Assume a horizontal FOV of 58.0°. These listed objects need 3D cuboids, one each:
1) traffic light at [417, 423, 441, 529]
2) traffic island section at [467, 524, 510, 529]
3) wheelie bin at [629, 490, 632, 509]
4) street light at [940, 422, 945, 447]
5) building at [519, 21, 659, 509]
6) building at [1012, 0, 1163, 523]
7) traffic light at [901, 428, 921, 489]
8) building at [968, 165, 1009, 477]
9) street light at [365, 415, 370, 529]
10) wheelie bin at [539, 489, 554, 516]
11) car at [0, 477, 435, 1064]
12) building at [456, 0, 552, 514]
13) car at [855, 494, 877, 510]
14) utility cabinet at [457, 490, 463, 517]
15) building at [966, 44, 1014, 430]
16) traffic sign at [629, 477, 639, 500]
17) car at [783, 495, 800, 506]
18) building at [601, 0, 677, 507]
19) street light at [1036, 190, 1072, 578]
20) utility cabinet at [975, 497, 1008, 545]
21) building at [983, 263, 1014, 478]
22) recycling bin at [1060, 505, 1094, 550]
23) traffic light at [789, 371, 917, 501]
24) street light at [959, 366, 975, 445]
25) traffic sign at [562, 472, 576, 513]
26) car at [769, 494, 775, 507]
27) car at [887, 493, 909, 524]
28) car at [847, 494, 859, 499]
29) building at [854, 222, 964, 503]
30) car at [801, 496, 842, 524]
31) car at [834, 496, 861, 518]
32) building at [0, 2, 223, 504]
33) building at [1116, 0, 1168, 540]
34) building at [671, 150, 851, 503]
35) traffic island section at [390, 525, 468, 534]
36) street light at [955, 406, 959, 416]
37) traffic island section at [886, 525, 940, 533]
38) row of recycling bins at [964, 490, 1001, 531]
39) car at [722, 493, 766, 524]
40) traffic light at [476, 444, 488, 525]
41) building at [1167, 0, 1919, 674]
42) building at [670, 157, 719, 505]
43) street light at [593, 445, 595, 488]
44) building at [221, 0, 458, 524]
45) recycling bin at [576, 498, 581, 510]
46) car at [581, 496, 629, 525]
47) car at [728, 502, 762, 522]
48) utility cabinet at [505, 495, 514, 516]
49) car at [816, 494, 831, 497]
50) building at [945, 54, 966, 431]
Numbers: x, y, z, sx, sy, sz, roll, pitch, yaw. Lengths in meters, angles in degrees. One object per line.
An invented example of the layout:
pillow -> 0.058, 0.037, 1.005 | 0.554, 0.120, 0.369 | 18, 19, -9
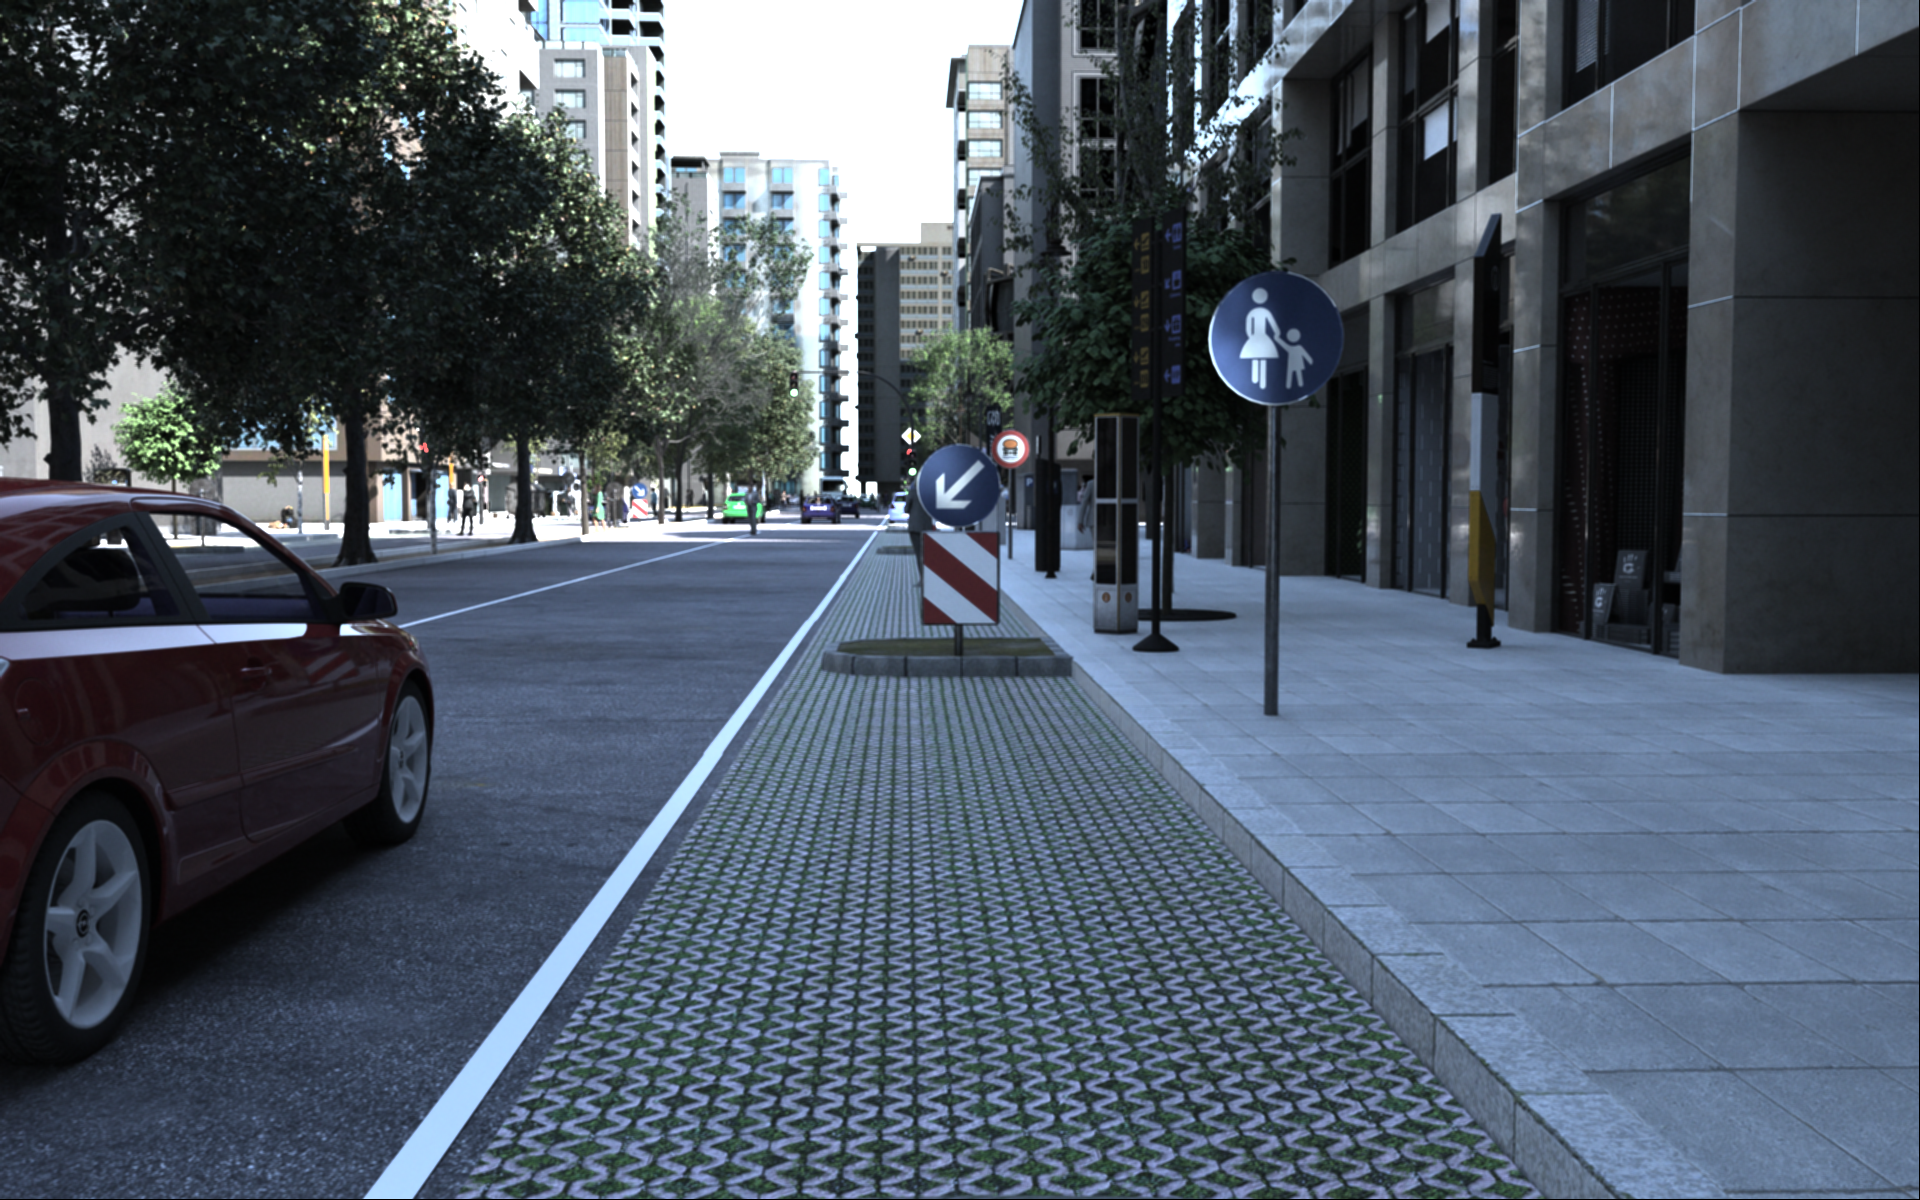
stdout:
traffic light -> -19.542, -4.570, 63.641 | 0.839, 4.253, 0.868 | 0, 4, -2
traffic island section -> -19.840, -3.026, 71.755 | 2.009, 0.180, 2.903 | 0, 4, -2
wheelie bin -> -27.161, -8.363, 144.647 | 0.980, 1.594, 0.693 | -3, 4, -38
street light -> -1.168, -8.432, 110.646 | 0.468, 5.910, 1.993 | 0, 4, -2
building -> -34.722, -28.713, 153.060 | 14.154, 41.232, 14.086 | 0, 4, -2
building -> 14.853, -17.636, 81.853 | 24.014, 27.812, 14.314 | 0, 4, -2
traffic light -> -2.048, -5.094, 72.208 | 0.839, 4.253, 0.868 | 0, 4, -2
building -> 8.217, -20.930, 135.708 | 14.314, 27.812, 24.014 | 0, 4, -2
street light -> -21.561, -5.512, 62.913 | 0.468, 5.910, 1.993 | 0, 4, -2
wheelie bin -> -23.935, -5.651, 100.298 | 0.693, 1.594, 0.980 | 2, 4, 32
car -> -3.118, 0.197, 5.815 | 2.155, 1.783, 4.494 | 0, 4, -1
building -> -43.058, -32.002, 112.471 | 28.713, 52.752, 27.495 | 0, 4, -2
car -> -8.468, -8.899, 157.297 | 2.131, 1.459, 4.920 | 0, 4, -3
utility cabinet -> -27.449, -5.239, 94.335 | 0.318, 1.500, 1.173 | -3, 5, -40
building -> 7.469, -29.226, 161.431 | 14.154, 41.232, 14.086 | 0, 4, -2
traffic sign -> -23.674, -7.678, 125.645 | 0.768, 2.556, 0.104 | 0, 4, 5
car -> -20.516, -12.170, 211.345 | 2.083, 1.381, 4.827 | 0, 4, -2
building -> -40.019, -52.682, 174.020 | 22.319, 86.520, 31.000 | 0, 4, -2
street light -> 1.389, -3.273, 26.301 | 0.468, 5.910, 1.993 | 0, 4, -2
utility cabinet -> 0.781, -2.019, 44.178 | 0.306, 1.237, 1.020 | -2, 4, -34
building -> 9.926, -15.170, 115.484 | 16.820, 18.784, 16.811 | 0, 4, -2
recycling bin -> 2.613, -1.674, 39.931 | 0.722, 1.027, 0.722 | 3, 5, 41
traffic light -> -3.878, -5.465, 64.019 | 4.771, 5.953, 1.251 | 0, 4, -2
street light -> 0.315, -5.499, 62.691 | 0.468, 5.910, 1.993 | 0, 4, -2
traffic sign -> -22.746, -6.157, 100.771 | 0.768, 2.556, 0.104 | 0, 4, 0
car -> -20.862, -10.838, 185.994 | 1.959, 1.807, 4.718 | 0, 4, -1
car -> -2.356, -4.198, 78.236 | 1.945, 1.707, 3.694 | 0, 4, -2
car -> -13.885, -12.983, 221.070 | 1.959, 1.807, 4.718 | 0, 4, 0
building -> -3.115, -34.125, 249.818 | 23.993, 40.220, 32.217 | 0, 4, -2
car -> -6.667, -4.323, 83.260 | 1.945, 1.354, 3.894 | 0, 4, 0
car -> -6.898, -5.590, 103.974 | 1.945, 1.354, 3.894 | 0, 4, -4
building -> -39.555, -14.230, 51.725 | 30.058, 24.678, 14.314 | 0, 4, -2
building -> 13.060, -11.330, 52.694 | 16.820, 18.784, 16.811 | 0, 4, -2
building -> -30.752, -38.192, 244.051 | 30.456, 49.044, 23.786 | 0, 4, -2
traffic island section -> -19.582, -2.538, 63.774 | 2.009, 0.180, 2.903 | 0, 4, -2
street light -> 0.010, -6.206, 74.260 | 0.468, 5.910, 1.993 | 0, 4, -2
traffic island section -> -1.750, -2.573, 64.342 | 2.009, 0.180, 2.903 | 0, 4, -2
row of recycling bins -> 0.737, -3.139, 58.438 | 1.069, 1.692, 3.534 | 1, 4, 9
car -> -10.411, -4.573, 83.568 | 1.959, 1.807, 4.718 | 0, 4, -1
traffic light -> -17.711, -5.936, 71.724 | 4.771, 5.953, 1.251 | 0, 4, -2
building -> 14.719, -13.266, 21.415 | 19.350, 26.468, 34.151 | 0, 4, -2
building -> -36.843, -32.326, 212.123 | 14.086, 41.232, 14.154 | 0, 4, -2
street light -> -23.006, -8.317, 108.776 | 0.468, 5.910, 1.993 | 0, 4, -2
building -> -31.882, -26.279, 79.766 | 14.600, 45.320, 14.200 | 0, 4, -2
recycling bin -> -31.790, -7.994, 143.250 | 0.722, 1.027, 0.722 | 0, 4, -3
car -> -16.700, -4.218, 81.547 | 1.945, 1.354, 3.894 | 0, 4, 0
car -> -11.360, -4.937, 90.940 | 2.015, 1.641, 3.980 | 0, 4, -1
utility cabinet -> -25.589, -5.406, 99.556 | 1.020, 1.237, 0.306 | -1, 4, -12
car -> -11.343, -8.191, 143.704 | 2.009, 1.686, 4.222 | 0, 4, -3
building -> 12.900, -37.721, 205.977 | 28.713, 52.752, 27.495 | 0, 4, -2
